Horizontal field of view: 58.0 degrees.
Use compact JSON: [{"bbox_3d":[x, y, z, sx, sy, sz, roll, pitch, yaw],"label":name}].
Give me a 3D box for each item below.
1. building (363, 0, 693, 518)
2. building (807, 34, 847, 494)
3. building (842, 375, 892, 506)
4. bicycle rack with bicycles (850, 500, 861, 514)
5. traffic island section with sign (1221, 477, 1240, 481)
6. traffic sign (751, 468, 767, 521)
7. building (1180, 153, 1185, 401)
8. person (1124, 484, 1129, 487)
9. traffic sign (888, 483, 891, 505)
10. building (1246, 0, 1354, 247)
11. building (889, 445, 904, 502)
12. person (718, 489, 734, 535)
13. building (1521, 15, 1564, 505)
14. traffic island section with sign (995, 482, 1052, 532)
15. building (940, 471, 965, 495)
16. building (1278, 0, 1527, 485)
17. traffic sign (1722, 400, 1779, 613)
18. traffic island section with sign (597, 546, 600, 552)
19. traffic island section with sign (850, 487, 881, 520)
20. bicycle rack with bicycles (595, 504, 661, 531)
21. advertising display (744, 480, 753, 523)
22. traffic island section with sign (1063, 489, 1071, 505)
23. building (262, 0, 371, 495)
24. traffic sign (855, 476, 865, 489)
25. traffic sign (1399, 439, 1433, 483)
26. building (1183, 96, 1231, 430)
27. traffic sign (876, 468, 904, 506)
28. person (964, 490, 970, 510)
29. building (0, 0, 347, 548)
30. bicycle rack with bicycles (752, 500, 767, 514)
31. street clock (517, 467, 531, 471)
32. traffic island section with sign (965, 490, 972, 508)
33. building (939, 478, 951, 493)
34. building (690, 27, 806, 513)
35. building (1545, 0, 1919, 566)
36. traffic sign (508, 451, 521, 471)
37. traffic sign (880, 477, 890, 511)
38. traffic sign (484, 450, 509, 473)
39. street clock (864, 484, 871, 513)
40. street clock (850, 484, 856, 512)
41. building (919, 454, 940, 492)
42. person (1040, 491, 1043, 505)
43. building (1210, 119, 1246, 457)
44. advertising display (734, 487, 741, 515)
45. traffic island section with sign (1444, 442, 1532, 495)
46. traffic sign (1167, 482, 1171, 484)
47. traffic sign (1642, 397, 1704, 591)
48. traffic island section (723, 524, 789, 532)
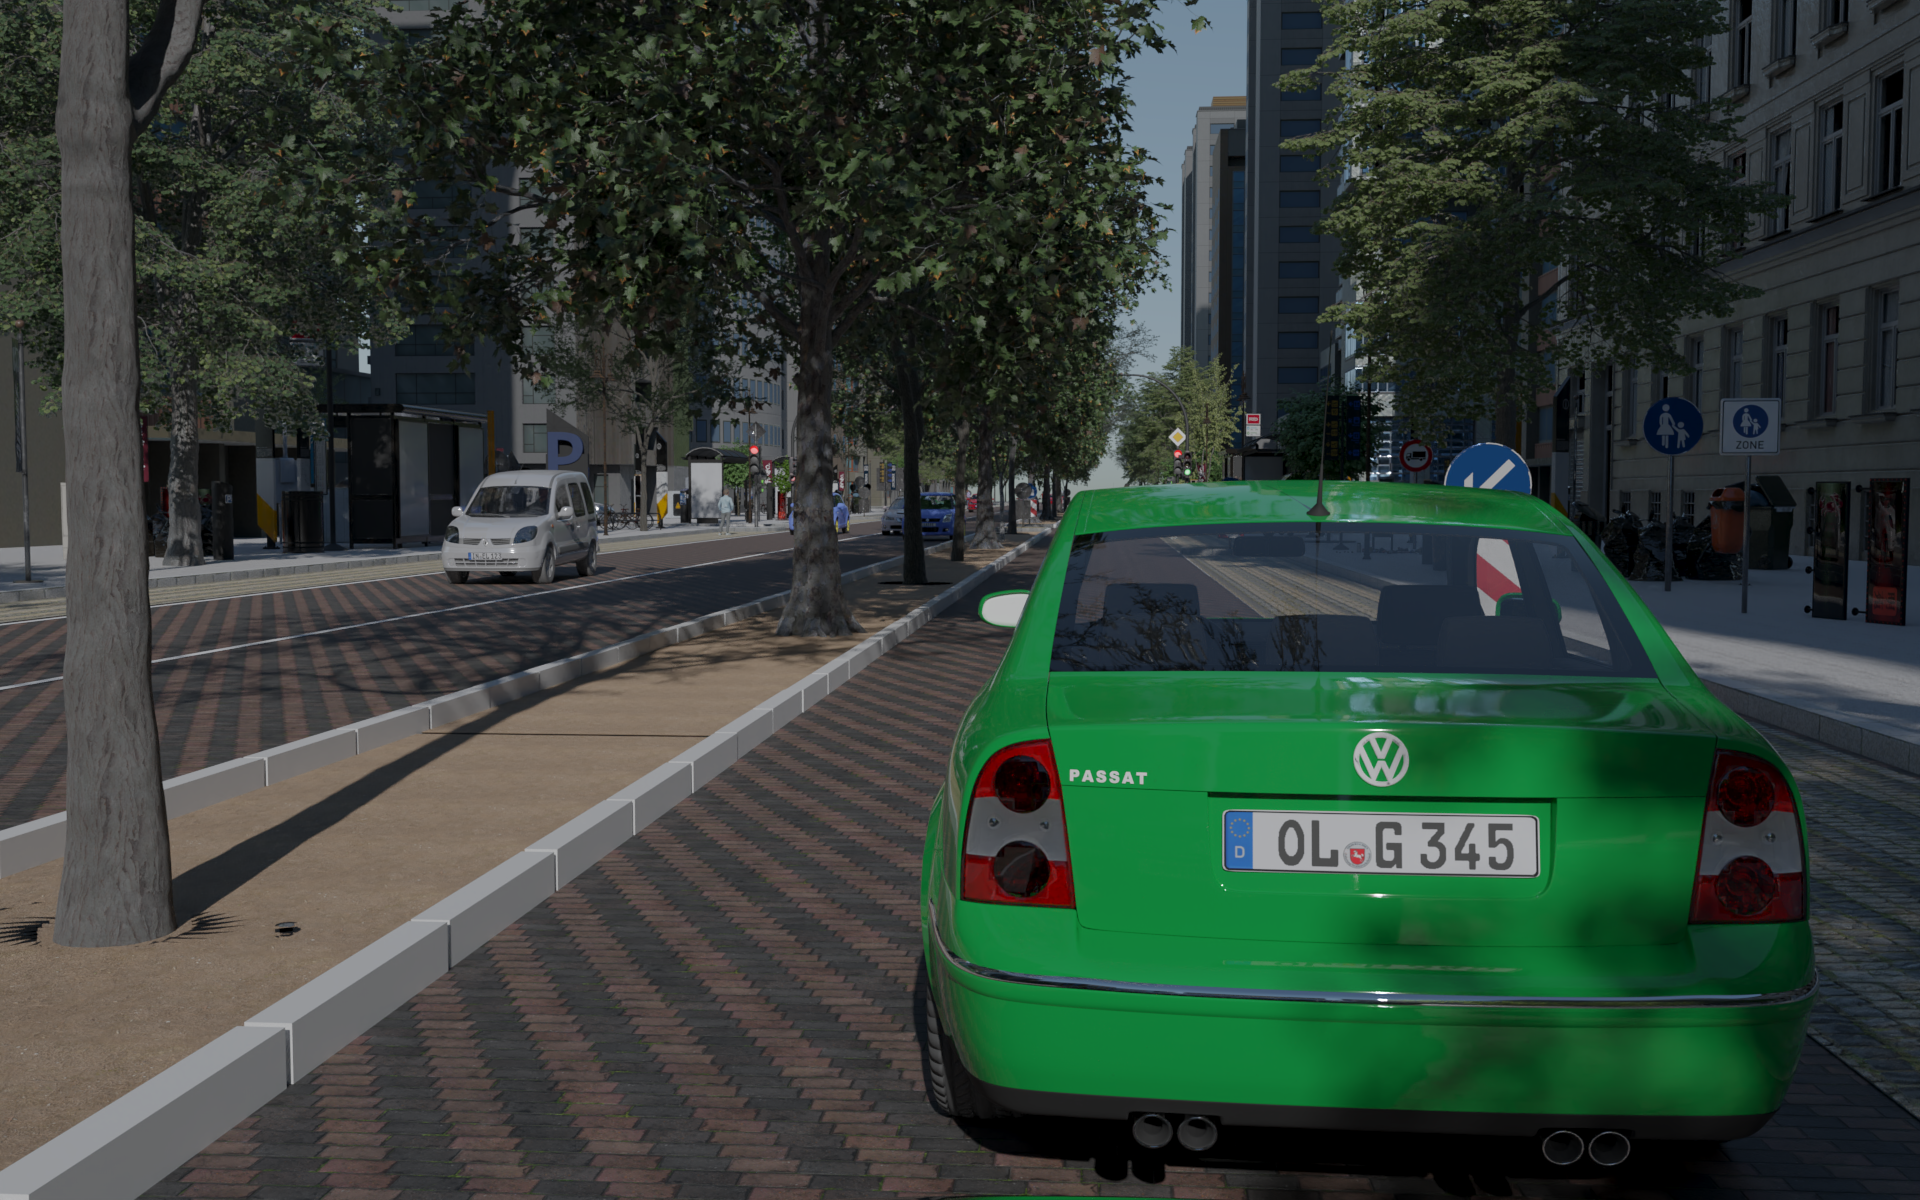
[{"bbox_3d":[-23.445,-19.851,96.271,14.160,30.474,14.107,0,4,5],"label":"building"},{"bbox_3d":[-18.287,-31.043,157.665,14.600,45.320,14.200,0,4,5],"label":"building"},{"bbox_3d":[-22.642,-20.507,180.331,27.650,21.520,28.899,0,4,5],"label":"building"},{"bbox_3d":[-7.223,-5.931,110.353,2.852,0.926,2.925,1,4,10],"label":"bicycle rack with bicycles"},{"bbox_3d":[6.244,-1.981,41.011,1.989,1.847,2.006,0,4,5],"label":"traffic island section with sign"},{"bbox_3d":[-9.399,-4.948,81.006,0.768,2.556,0.104,1,4,10],"label":"traffic sign"},{"bbox_3d":[47.624,-45.798,290.801,21.231,58.520,28.212,0,4,5],"label":"building"},{"bbox_3d":[5.976,-3.259,61.967,0.419,1.800,0.721,1,4,12],"label":"person"},{"bbox_3d":[-5.164,-7.871,128.798,0.768,2.556,0.104,0,4,5],"label":"traffic sign"},{"bbox_3d":[37.210,-37.883,161.384,21.231,58.520,28.212,0,4,5],"label":"building"},{"bbox_3d":[-13.983,-31.622,200.608,14.154,41.232,14.086,0,4,5],"label":"building"},{"bbox_3d":[-8.129,-3.052,60.216,0.589,1.601,0.330,1,4,19],"label":"person"},{"bbox_3d":[42.959,-26.561,88.897,28.867,44.769,22.147,0,4,5],"label":"building"},{"bbox_3d":[2.379,-3.561,66.356,2.006,1.907,1.989,0,4,5],"label":"traffic island section with sign"},{"bbox_3d":[-13.315,-27.356,292.315,27.650,21.520,28.899,0,4,5],"label":"building"},{"bbox_3d":[36.840,-49.894,128.431,22.319,86.520,31.000,0,4,5],"label":"building"},{"bbox_3d":[8.445,-1.006,18.582,0.606,2.300,0.079,0,4,8],"label":"traffic sign"},{"bbox_3d":[-9.918,-2.062,42.347,1.989,1.847,2.006,0,4,5],"label":"traffic island section with sign"},{"bbox_3d":[-5.387,-5.430,97.411,1.989,1.847,2.006,0,4,5],"label":"traffic island section with sign"},{"bbox_3d":[-12.040,-2.966,61.880,2.925,0.926,2.852,-2,4,-29],"label":"bicycle rack with bicycles"},{"bbox_3d":[-9.526,-4.466,78.235,0.123,1.923,0.974,1,4,9],"label":"advertising display"},{"bbox_3d":[9.158,-8.593,148.624,2.006,1.907,1.989,0,4,5],"label":"traffic island section with sign"},{"bbox_3d":[-50.435,-31.114,97.952,27.495,52.752,28.713,0,4,5],"label":"building"},{"bbox_3d":[-7.127,-7.527,123.168,0.768,2.556,0.104,1,4,11],"label":"traffic sign"},{"bbox_3d":[10.589,-2.457,40.273,0.768,2.556,0.104,1,4,14],"label":"traffic sign"},{"bbox_3d":[45.659,-44.080,262.707,21.231,58.520,28.212,0,4,5],"label":"building"},{"bbox_3d":[-5.355,-8.571,134.009,2.265,3.308,0.079,1,4,10],"label":"traffic sign"},{"bbox_3d":[0.633,-9.184,158.522,0.599,1.838,0.709,1,4,20],"label":"person"},{"bbox_3d":[-34.093,-24.019,47.338,28.867,44.769,22.147,0,4,5],"label":"building"},{"bbox_3d":[-12.102,-6.065,112.543,2.925,0.926,2.852,1,4,16],"label":"bicycle rack with bicycles"},{"bbox_3d":[-11.711,-2.571,46.608,0.471,2.002,0.358,-1,4,-17],"label":"street clock"},{"bbox_3d":[0.884,-10.083,173.491,1.989,1.847,2.006,0,4,5],"label":"traffic island section with sign"},{"bbox_3d":[-11.972,-50.621,265.896,20.563,71.187,20.611,0,4,5],"label":"building"},{"bbox_3d":[-23.741,-35.636,124.643,21.231,58.520,28.212,0,4,5],"label":"building"},{"bbox_3d":[25.167,-12.669,40.416,16.112,22.955,30.059,0,4,5],"label":"building"},{"bbox_3d":[-13.457,-3.179,51.980,0.884,2.594,0.081,1,4,10],"label":"traffic sign"},{"bbox_3d":[-5.501,-7.750,126.812,0.768,2.556,0.104,1,4,14],"label":"traffic sign"},{"bbox_3d":[-13.543,-3.091,50.637,0.768,2.556,0.104,0,4,8],"label":"traffic sign"},{"bbox_3d":[-6.390,-7.061,120.017,0.471,2.002,0.358,0,4,-4],"label":"street clock"},{"bbox_3d":[-7.811,-7.438,126.188,0.358,2.002,0.471,-3,4,-36],"label":"street clock"},{"bbox_3d":[-10.602,-29.232,249.642,14.160,30.474,14.107,0,4,5],"label":"building"},{"bbox_3d":[11.391,-14.005,237.420,1.348,1.831,0.705,3,5,44],"label":"person"},{"bbox_3d":[37.451,-34.077,207.271,14.600,45.320,14.200,0,4,5],"label":"building"},{"bbox_3d":[-13.554,-6.131,105.454,0.123,1.923,0.974,1,4,12],"label":"advertising display"},{"bbox_3d":[4.027,-0.337,14.142,1.989,1.847,2.006,0,4,5],"label":"traffic island section with sign"},{"bbox_3d":[15.087,-7.532,123.251,0.768,2.556,0.104,1,4,14],"label":"traffic sign"},{"bbox_3d":[9.343,-1.387,22.783,0.768,2.556,0.104,0,4,7],"label":"traffic sign"},{"bbox_3d":[-7.893,-2.733,66.964,2.009,0.180,2.903,0,4,5],"label":"traffic island section"}]
